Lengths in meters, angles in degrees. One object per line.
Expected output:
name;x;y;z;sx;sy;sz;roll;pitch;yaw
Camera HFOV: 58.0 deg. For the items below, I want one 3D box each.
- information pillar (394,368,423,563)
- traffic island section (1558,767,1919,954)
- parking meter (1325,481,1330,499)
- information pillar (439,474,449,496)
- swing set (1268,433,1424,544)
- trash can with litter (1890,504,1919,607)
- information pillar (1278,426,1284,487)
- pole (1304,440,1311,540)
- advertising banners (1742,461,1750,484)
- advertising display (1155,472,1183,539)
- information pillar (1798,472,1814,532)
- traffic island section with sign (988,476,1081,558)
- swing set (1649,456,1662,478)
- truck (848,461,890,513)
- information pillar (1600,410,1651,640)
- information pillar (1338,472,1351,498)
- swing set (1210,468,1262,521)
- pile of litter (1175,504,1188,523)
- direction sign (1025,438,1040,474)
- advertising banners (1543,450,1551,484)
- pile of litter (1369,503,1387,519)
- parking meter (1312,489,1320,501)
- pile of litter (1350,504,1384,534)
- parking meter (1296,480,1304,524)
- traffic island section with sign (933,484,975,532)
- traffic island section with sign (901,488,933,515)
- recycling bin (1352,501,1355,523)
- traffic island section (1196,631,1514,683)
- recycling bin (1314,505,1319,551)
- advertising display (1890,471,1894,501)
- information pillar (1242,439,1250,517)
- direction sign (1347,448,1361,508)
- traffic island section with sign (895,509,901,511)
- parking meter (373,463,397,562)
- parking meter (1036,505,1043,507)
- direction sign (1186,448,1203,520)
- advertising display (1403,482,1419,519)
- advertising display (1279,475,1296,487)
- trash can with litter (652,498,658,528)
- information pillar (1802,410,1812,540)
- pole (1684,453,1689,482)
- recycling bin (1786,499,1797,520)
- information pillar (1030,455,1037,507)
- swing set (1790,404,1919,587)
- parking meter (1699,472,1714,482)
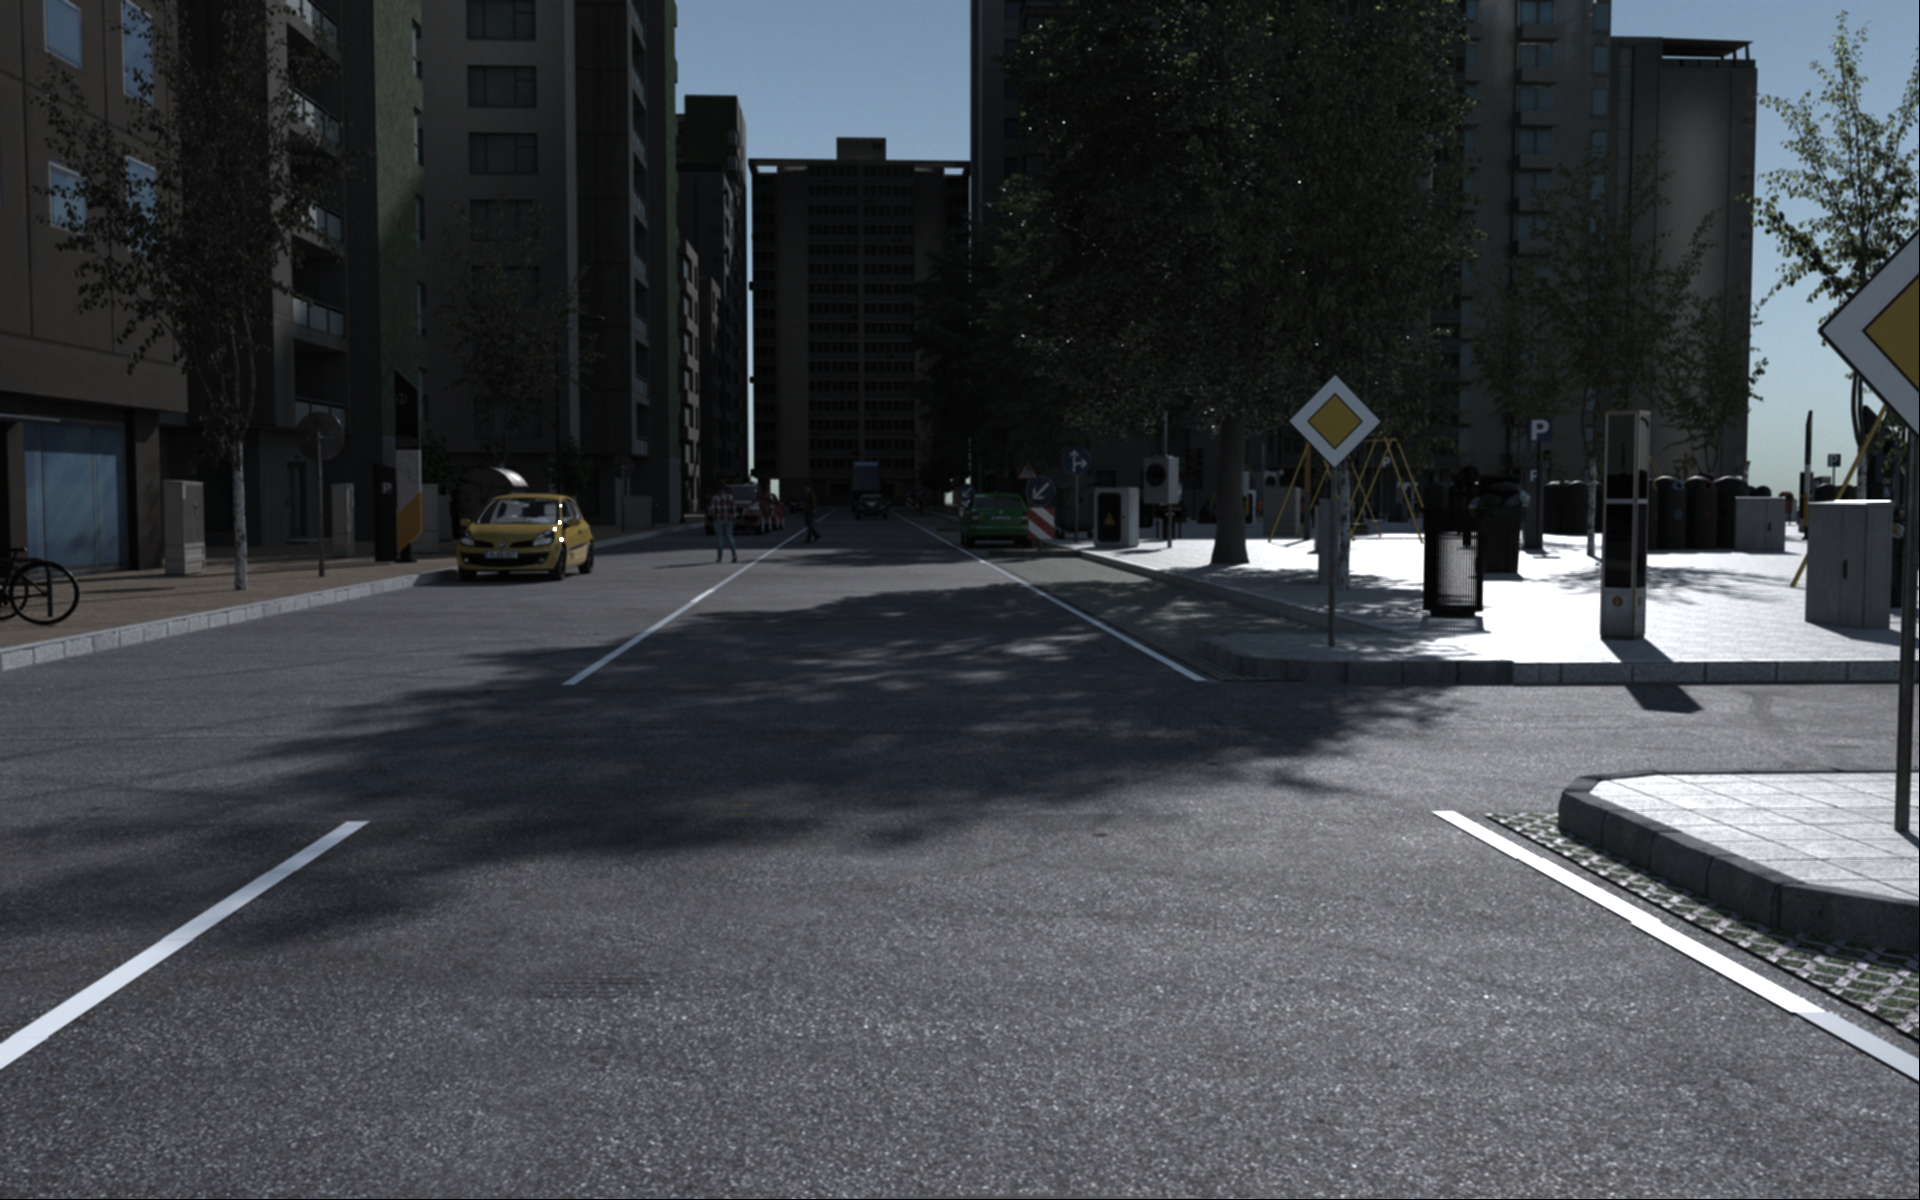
information pillar;-10.313;-2.508;32.366;0.504;3.616;0.183;1;4;13
traffic island section;3.610;0.958;6.617;2.009;0.180;2.903;0;4;-3
parking meter;16.869;-4.484;79.025;0.399;1.863;0.255;-2;4;-33
information pillar;-18.496;-3.525;62.120;0.304;2.012;0.304;0;4;-4
swing set;10.139;-2.912;45.238;2.862;2.851;3.119;-2;4;-25
trash can with litter;10.455;-0.520;19.897;0.624;1.170;1.055;-2;4;-29
information pillar;10.932;-4.143;59.099;0.183;3.616;0.504;0;4;-2
pole;9.710;-3.338;48.412;0.158;3.312;0.155;0;3;0
advertising banners;40.776;-5.810;91.189;2.074;3.025;0.090;-1;4;-20
advertising display;5.965;-2.704;49.432;0.974;1.923;0.123;-2;4;-35
information pillar;28.361;-3.276;58.059;0.304;2.012;0.304;0;4;-7
traffic island section with sign;1.668;-1.904;39.765;1.989;1.847;2.006;0;4;-3
swing set;28.181;-4.488;71.001;2.862;2.851;3.119;2;4;25
truck;-7.212;-9.004;136.967;2.967;4.110;18.799;0;4;-5
information pillar;5.890;-0.663;15.339;0.304;2.012;0.304;3;5;40
information pillar;12.864;-3.277;58.064;0.304;2.012;0.304;-3;5;-42
swing set;12.827;-5.043;80.072;2.862;2.851;3.119;0;4;-2
pile of litter;9.763;-3.926;78.161;1.176;0.858;1.719;1;4;19
direction sign;2.885;-4.707;68.953;0.379;3.537;0.876;-3;5;-40
advertising banners;23.811;-4.447;68.904;0.090;3.025;2.074;-1;4;-18
pile of litter;21.023;-4.588;88.979;1.719;0.858;1.176;2;4;23
parking meter;17.881;-4.811;87.065;0.372;1.533;0.369;0;3;0
pile of litter;12.850;-2.611;56.659;1.719;0.858;1.176;0;4;2
parking meter;14.478;-4.148;73.524;0.399;1.863;0.255;-1;4;-14
traffic island section with sign;0.106;-3.550;66.675;1.989;1.847;2.006;0;4;-3
traffic island section with sign;-2.777;-6.578;116.171;1.989;1.847;2.006;0;4;-3
recycling bin;13.798;-3.057;62.530;0.722;1.027;0.722;0;4;-7
traffic island section;3.145;0.470;14.589;2.009;0.180;2.903;0;4;-3
recycling bin;8.377;-1.623;39.088;0.722;1.027;0.722;1;4;8
advertising display;26.534;-2.639;48.369;0.974;1.923;0.123;1;4;18
information pillar;10.210;-4.357;62.598;0.504;3.616;0.183;-1;4;-12
direction sign;13.775;-4.221;61.016;0.379;3.537;0.876;-2;4;-32
traffic island section with sign;-4.361;-8.233;143.236;1.989;1.847;2.006;0;4;-3
parking meter;-10.927;-1.667;32.966;0.399;1.863;0.255;-3;4;-36
parking meter;3.396;-4.046;74.570;0.372;1.533;0.369;0;3;0
direction sign;11.639;-5.751;86.027;0.876;3.537;0.379;1;4;19
advertising display;23.255;-5.164;89.651;0.974;1.923;0.123;0;4;-7
advertising display;10.946;-3.221;57.870;0.123;1.923;0.974;-1;4;-17
trash can with litter;-11.634;-3.244;64.432;0.624;1.170;1.055;0;4;3
information pillar;23.682;-3.488;48.388;0.183;3.616;0.504;2;4;34
pole;35.986;-5.629;85.883;0.158;3.312;0.155;0;3;0
recycling bin;40.545;-4.426;84.917;0.722;1.027;0.722;3;5;42
information pillar;2.739;-4.503;64.973;0.183;3.616;0.504;-1;4;-19
swing set;12.770;-1.506;22.238;2.862;2.851;3.119;0;4;5
parking meter;19.688;-2.445;45.694;0.399;1.863;0.255;2;4;29
